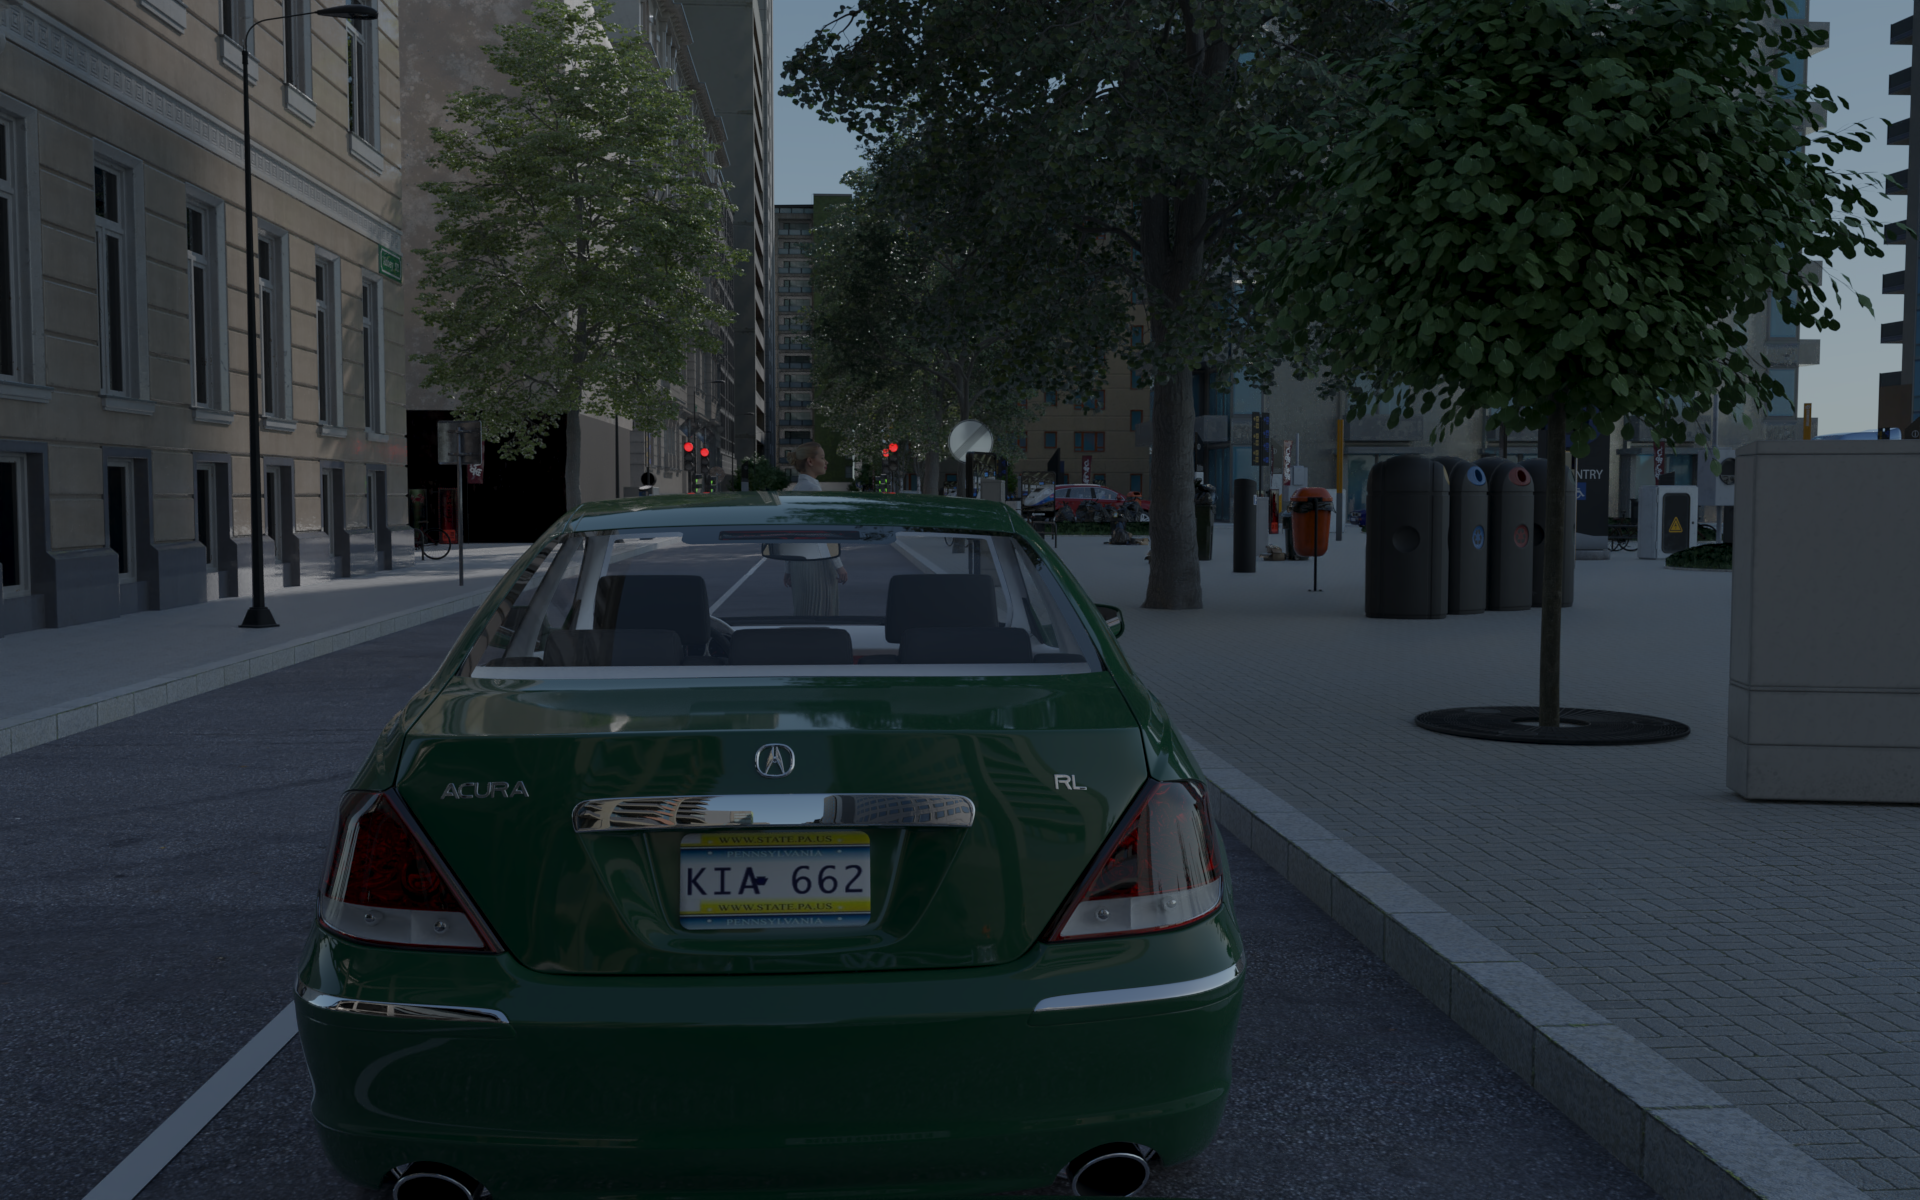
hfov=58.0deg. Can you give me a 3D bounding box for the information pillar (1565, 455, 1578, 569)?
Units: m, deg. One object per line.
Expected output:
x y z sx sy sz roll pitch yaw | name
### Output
10.374 -1.545 29.755 0.304 2.012 0.304 -1 4 -17 | information pillar

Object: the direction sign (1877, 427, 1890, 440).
31.520 -4.110 59.189 0.379 3.537 0.876 0 4 5 | direction sign

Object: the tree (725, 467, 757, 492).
-15.572 -7.785 121.889 1.663 3.219 1.824 0 3 0 | tree

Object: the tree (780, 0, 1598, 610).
2.511 -6.876 19.082 9.857 13.997 8.962 0 3 0 | tree

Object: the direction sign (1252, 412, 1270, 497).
8.312 -3.422 47.946 0.379 3.537 0.876 3 5 40 | direction sign

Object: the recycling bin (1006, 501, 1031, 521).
2.112 -3.025 62.007 0.722 1.027 0.722 -2 4 -34 | recycling bin

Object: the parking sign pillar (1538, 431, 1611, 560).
12.101 -2.794 34.159 1.447 3.967 1.447 0 4 -4 | parking sign pillar

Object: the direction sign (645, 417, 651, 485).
-9.032 -3.559 50.187 0.379 3.537 0.876 0 4 -1 | direction sign

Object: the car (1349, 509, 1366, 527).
17.481 -3.428 68.626 3.894 1.354 1.945 0 4 -4 | car

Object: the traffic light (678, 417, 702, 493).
-9.813 -4.528 62.959 0.839 4.253 0.868 0 4 -4 | traffic light

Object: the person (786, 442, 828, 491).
-1.102 -0.211 12.171 0.641 1.798 0.478 -1 4 -11 | person

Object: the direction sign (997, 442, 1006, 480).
1.716 -5.029 74.221 0.379 3.537 0.876 -3 4 -36 | direction sign

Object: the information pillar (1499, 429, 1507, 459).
12.814 -3.029 40.886 0.183 3.616 0.504 0 4 5 | information pillar

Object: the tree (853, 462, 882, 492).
-6.738 -9.418 137.700 4.285 4.588 4.351 0 3 0 | tree

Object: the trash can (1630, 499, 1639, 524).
21.682 -2.661 55.158 0.748 1.137 0.748 0 3 0 | trash can

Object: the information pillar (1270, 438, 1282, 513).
13.086 -4.918 71.764 0.504 3.616 0.183 0 4 -1 | information pillar

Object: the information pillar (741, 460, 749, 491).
-14.635 -7.746 117.996 0.504 3.616 0.183 0 4 3 | information pillar

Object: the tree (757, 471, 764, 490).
-15.040 -7.943 124.470 1.663 3.219 1.824 0 3 0 | tree

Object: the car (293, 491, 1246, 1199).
-0.470 0.409 5.111 2.131 1.459 4.920 0 4 -4 | car

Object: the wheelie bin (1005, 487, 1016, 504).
2.862 -5.629 99.942 0.980 1.594 0.693 3 5 45 | wheelie bin

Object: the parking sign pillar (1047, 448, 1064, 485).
5.606 -6.912 101.481 1.447 3.967 1.447 -2 4 -26 | parking sign pillar

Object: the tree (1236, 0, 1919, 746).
3.285 -1.566 9.315 4.285 4.588 4.351 0 3 0 | tree

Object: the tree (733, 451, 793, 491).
-15.377 -8.971 130.397 4.285 4.588 4.351 0 3 0 | tree

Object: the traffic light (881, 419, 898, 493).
-2.473 -4.563 63.521 0.839 4.253 0.868 0 4 -4 | traffic light

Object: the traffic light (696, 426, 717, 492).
-10.408 -5.015 70.922 0.839 4.253 0.868 0 4 -4 | traffic light

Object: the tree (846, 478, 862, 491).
-12.732 -13.105 208.864 1.663 3.219 1.824 0 3 0 | tree

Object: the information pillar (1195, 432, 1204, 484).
8.979 -4.512 65.126 0.183 3.616 0.504 3 5 40 | information pillar

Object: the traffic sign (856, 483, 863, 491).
-8.145 -8.635 141.290 0.768 2.556 0.104 0 4 -2 | traffic sign

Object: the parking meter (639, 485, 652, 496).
-8.818 -2.459 48.618 0.372 1.533 0.369 0 3 0 | parking meter

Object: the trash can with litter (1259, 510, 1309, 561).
6.329 -1.342 33.321 1.055 1.170 0.624 -2 4 -25 | trash can with litter

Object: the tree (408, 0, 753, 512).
-8.431 -7.420 39.440 7.486 12.596 7.792 0 3 0 | tree

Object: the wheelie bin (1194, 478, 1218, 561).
4.625 -1.571 33.589 0.693 1.594 0.980 1 4 15 | wheelie bin

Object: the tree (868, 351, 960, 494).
-2.569 -8.001 81.181 4.360 8.622 3.978 0 3 0 | tree

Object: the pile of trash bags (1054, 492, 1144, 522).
5.142 -3.223 62.443 3.447 1.369 1.912 -2 4 -32 | pile of trash bags

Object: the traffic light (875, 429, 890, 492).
-3.068 -5.050 71.484 0.839 4.253 0.868 0 4 -4 | traffic light

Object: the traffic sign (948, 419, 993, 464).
0.181 -1.806 29.631 0.768 2.556 0.104 0 4 -1 | traffic sign

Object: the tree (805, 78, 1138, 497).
0.305 -6.293 37.306 7.601 10.594 8.767 -1 4 -16 | tree

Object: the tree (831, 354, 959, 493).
-3.473 -10.870 95.849 7.486 12.596 7.792 0 3 0 | tree

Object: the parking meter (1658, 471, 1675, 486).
18.182 -2.381 44.647 0.399 1.863 0.255 1 4 11 | parking meter

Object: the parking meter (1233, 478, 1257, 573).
4.659 -1.218 28.325 0.372 1.533 0.369 0 3 0 | parking meter

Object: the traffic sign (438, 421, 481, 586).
-6.969 -1.347 24.151 0.606 2.300 0.079 0 4 2 | traffic sign

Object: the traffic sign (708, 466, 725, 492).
-11.166 -4.856 79.501 0.768 2.556 0.104 0 4 2 | traffic sign

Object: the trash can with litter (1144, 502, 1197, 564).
3.801 -1.235 31.574 0.624 1.170 1.055 -3 5 -41 | trash can with litter

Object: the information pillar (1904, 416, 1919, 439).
28.356 -3.683 51.575 0.183 3.616 0.504 -2 4 -32 | information pillar

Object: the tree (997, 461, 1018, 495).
2.498 -5.871 90.600 1.663 3.219 1.824 0 3 0 | tree

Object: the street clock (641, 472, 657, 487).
-10.195 -3.193 56.777 0.471 2.002 0.358 1 4 8 | street clock

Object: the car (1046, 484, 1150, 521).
5.300 -3.588 67.331 5.304 1.827 2.281 0 4 -3 | car

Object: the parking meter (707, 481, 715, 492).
-10.647 -4.166 73.824 0.399 1.863 0.255 -2 4 -30 | parking meter

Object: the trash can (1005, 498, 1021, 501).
2.191 -3.654 71.391 0.748 1.137 0.748 0 3 0 | trash can
